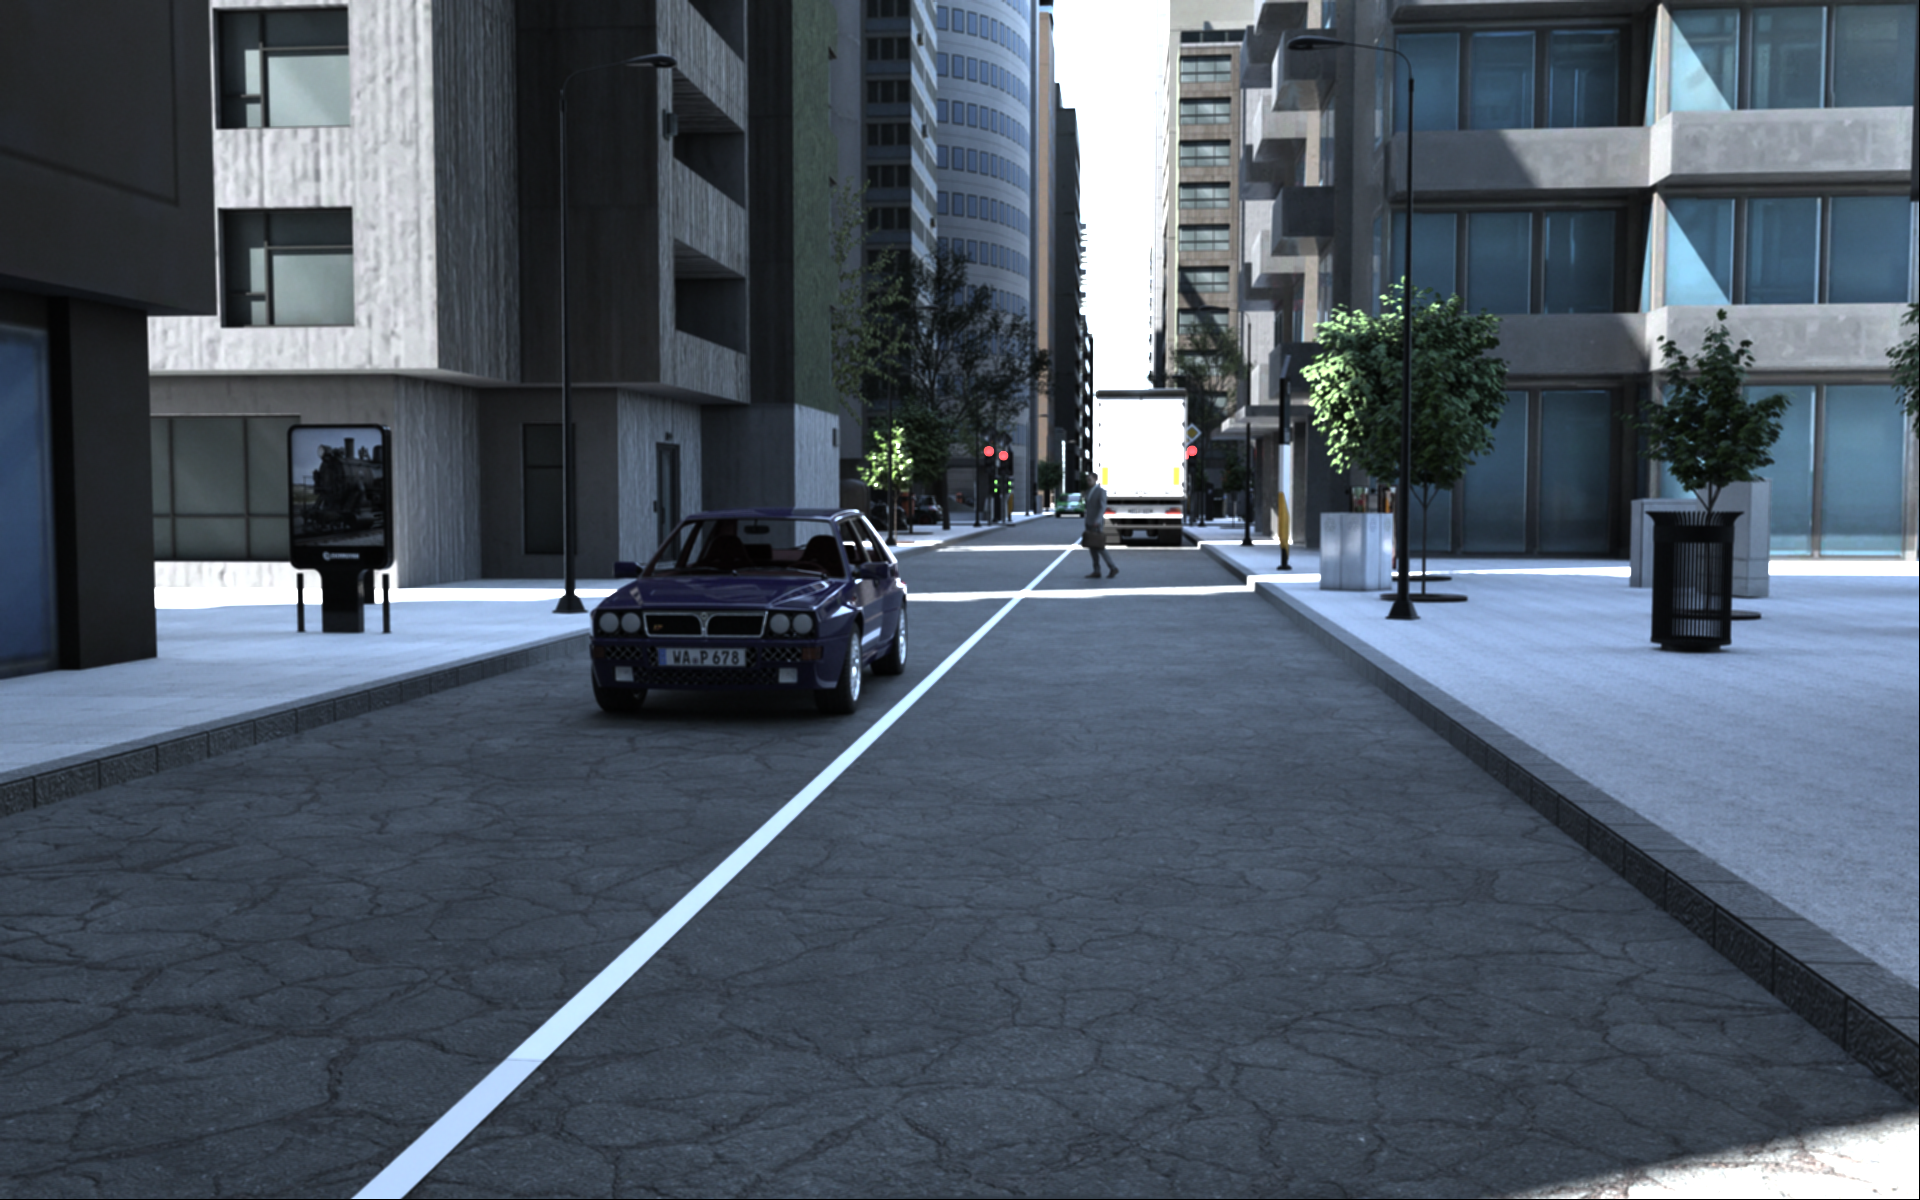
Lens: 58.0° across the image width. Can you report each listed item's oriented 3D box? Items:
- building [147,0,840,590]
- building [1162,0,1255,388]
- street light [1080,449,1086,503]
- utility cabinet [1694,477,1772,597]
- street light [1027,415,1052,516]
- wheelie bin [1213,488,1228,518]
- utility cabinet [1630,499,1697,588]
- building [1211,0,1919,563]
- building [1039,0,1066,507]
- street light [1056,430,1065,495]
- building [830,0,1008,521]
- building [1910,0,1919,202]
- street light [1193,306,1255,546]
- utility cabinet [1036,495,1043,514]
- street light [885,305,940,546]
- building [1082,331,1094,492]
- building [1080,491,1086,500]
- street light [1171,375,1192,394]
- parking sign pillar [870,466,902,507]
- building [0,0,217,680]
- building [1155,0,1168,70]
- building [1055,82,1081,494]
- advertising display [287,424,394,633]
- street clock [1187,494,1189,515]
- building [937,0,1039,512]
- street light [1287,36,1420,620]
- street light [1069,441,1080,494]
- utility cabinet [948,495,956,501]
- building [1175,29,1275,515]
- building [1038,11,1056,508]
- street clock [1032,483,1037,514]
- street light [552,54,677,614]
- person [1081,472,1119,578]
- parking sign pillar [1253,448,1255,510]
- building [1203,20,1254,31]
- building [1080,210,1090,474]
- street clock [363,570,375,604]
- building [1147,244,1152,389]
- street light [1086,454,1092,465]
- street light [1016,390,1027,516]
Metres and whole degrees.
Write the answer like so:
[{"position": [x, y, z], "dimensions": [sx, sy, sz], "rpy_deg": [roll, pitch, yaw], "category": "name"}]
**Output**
[{"position": [-10.125, -15.710, 28.553], "dimensions": [14.160, 30.474, 14.107], "rpy_deg": [0, 4, 6], "category": "building"}, {"position": [29.932, -32.950, 162.441], "dimensions": [21.300, 48.544, 21.600], "rpy_deg": [0, 4, 6], "category": "building"}, {"position": [11.917, -12.543, 177.625], "dimensions": [1.470, 5.913, 1.316], "rpy_deg": [0, 4, 6], "category": "street light"}, {"position": [9.734, -0.803, 21.809], "dimensions": [0.318, 1.500, 1.173], "rpy_deg": [0, 4, -7], "category": "utility cabinet"}, {"position": [4.488, -7.885, 101.466], "dimensions": [1.470, 5.913, 1.316], "rpy_deg": [0, 4, 6], "category": "street light"}, {"position": [13.800, -5.153, 92.157], "dimensions": [0.980, 1.594, 0.693], "rpy_deg": [2, 4, 32], "category": "wheelie bin"}, {"position": [9.766, -0.776, 23.843], "dimensions": [1.020, 1.237, 0.306], "rpy_deg": [-1, 4, -9], "category": "utility cabinet"}, {"position": [19.082, -26.014, 44.930], "dimensions": [23.786, 49.044, 30.456], "rpy_deg": [0, 4, 6], "category": "building"}, {"position": [0.290, -53.141, 181.519], "dimensions": [22.319, 86.520, 31.000], "rpy_deg": [0, 4, 6], "category": "building"}, {"position": [6.915, -9.417, 126.503], "dimensions": [1.470, 5.913, 1.316], "rpy_deg": [0, 4, 6], "category": "street light"}, {"position": [-14.060, -24.303, 89.242], "dimensions": [32.217, 40.220, 23.993], "rpy_deg": [0, 4, 6], "category": "building"}, {"position": [40.879, -22.735, 55.310], "dimensions": [14.086, 41.232, 14.154], "rpy_deg": [0, 4, 6], "category": "building"}, {"position": [6.578, -4.296, 42.788], "dimensions": [1.470, 5.913, 1.316], "rpy_deg": [0, 4, 6], "category": "street light"}, {"position": [5.115, -6.151, 111.733], "dimensions": [0.306, 1.237, 1.020], "rpy_deg": [1, 4, 13], "category": "utility cabinet"}, {"position": [-1.188, -4.295, 42.758], "dimensions": [1.470, 5.913, 1.316], "rpy_deg": [0, 4, 6], "category": "street light"}, {"position": [15.969, -32.246, 298.923], "dimensions": [14.160, 30.474, 14.107], "rpy_deg": [0, 4, 6], "category": "building"}, {"position": [1.982, -34.098, 249.380], "dimensions": [32.217, 40.220, 23.993], "rpy_deg": [0, 4, 6], "category": "building"}, {"position": [8.919, -5.811, 67.553], "dimensions": [1.470, 5.913, 1.316], "rpy_deg": [0, 4, 6], "category": "street light"}, {"position": [-2.869, -4.880, 68.264], "dimensions": [1.447, 3.967, 1.447], "rpy_deg": [0, 4, 8], "category": "parking sign pillar"}, {"position": [-13.481, -21.780, 6.210], "dimensions": [14.600, 45.320, 14.200], "rpy_deg": [0, 4, 6], "category": "building"}, {"position": [31.511, -39.452, 187.042], "dimensions": [21.231, 58.520, 28.212], "rpy_deg": [0, 4, 6], "category": "building"}, {"position": [3.563, -35.782, 208.735], "dimensions": [21.300, 48.544, 21.600], "rpy_deg": [0, 4, 6], "category": "building"}, {"position": [-5.719, -0.660, 16.005], "dimensions": [0.974, 1.923, 0.123], "rpy_deg": [1, 4, 9], "category": "advertising display"}, {"position": [13.831, -6.122, 104.662], "dimensions": [0.471, 2.002, 0.358], "rpy_deg": [2, 4, 34], "category": "street clock"}, {"position": [-5.496, -35.708, 125.827], "dimensions": [21.231, 58.520, 28.212], "rpy_deg": [0, 4, 6], "category": "building"}, {"position": [4.021, -2.762, 17.707], "dimensions": [1.470, 5.913, 1.316], "rpy_deg": [0, 4, 6], "category": "street light"}, {"position": [9.616, -11.044, 153.115], "dimensions": [1.470, 5.913, 1.316], "rpy_deg": [0, 4, 6], "category": "street light"}, {"position": [-0.729, -6.184, 112.269], "dimensions": [1.020, 1.237, 0.306], "rpy_deg": [-1, 4, -12], "category": "utility cabinet"}, {"position": [20.900, -20.780, 111.462], "dimensions": [14.160, 30.474, 14.107], "rpy_deg": [0, 4, 6], "category": "building"}, {"position": [1.577, -31.185, 159.986], "dimensions": [14.600, 45.320, 14.200], "rpy_deg": [0, 4, 6], "category": "building"}, {"position": [4.729, -6.405, 109.288], "dimensions": [0.358, 2.002, 0.471], "rpy_deg": [0, 4, 4], "category": "street clock"}, {"position": [-3.684, -2.812, 18.517], "dimensions": [1.470, 5.913, 1.316], "rpy_deg": [0, 4, 6], "category": "street light"}, {"position": [2.307, -1.284, 29.612], "dimensions": [0.853, 1.813, 0.709], "rpy_deg": [-2, 4, -33], "category": "person"}, {"position": [17.680, -6.861, 100.652], "dimensions": [1.447, 3.967, 1.447], "rpy_deg": [1, 4, 15], "category": "parking sign pillar"}, {"position": [31.176, -27.242, 137.291], "dimensions": [32.217, 40.220, 23.993], "rpy_deg": [0, 4, 6], "category": "building"}, {"position": [9.274, -40.159, 276.203], "dimensions": [23.786, 49.044, 30.456], "rpy_deg": [0, 4, 6], "category": "building"}, {"position": [-6.948, -0.956, 20.208], "dimensions": [0.471, 2.002, 0.358], "rpy_deg": [-1, 4, -13], "category": "street clock"}, {"position": [42.874, -39.086, 293.683], "dimensions": [22.147, 44.769, 28.867], "rpy_deg": [0, 4, 6], "category": "building"}, {"position": [14.374, -14.059, 202.406], "dimensions": [1.470, 5.913, 1.316], "rpy_deg": [0, 4, 6], "category": "street light"}, {"position": [2.091, -6.385, 76.928], "dimensions": [1.470, 5.913, 1.316], "rpy_deg": [0, 4, 6], "category": "street light"}]
